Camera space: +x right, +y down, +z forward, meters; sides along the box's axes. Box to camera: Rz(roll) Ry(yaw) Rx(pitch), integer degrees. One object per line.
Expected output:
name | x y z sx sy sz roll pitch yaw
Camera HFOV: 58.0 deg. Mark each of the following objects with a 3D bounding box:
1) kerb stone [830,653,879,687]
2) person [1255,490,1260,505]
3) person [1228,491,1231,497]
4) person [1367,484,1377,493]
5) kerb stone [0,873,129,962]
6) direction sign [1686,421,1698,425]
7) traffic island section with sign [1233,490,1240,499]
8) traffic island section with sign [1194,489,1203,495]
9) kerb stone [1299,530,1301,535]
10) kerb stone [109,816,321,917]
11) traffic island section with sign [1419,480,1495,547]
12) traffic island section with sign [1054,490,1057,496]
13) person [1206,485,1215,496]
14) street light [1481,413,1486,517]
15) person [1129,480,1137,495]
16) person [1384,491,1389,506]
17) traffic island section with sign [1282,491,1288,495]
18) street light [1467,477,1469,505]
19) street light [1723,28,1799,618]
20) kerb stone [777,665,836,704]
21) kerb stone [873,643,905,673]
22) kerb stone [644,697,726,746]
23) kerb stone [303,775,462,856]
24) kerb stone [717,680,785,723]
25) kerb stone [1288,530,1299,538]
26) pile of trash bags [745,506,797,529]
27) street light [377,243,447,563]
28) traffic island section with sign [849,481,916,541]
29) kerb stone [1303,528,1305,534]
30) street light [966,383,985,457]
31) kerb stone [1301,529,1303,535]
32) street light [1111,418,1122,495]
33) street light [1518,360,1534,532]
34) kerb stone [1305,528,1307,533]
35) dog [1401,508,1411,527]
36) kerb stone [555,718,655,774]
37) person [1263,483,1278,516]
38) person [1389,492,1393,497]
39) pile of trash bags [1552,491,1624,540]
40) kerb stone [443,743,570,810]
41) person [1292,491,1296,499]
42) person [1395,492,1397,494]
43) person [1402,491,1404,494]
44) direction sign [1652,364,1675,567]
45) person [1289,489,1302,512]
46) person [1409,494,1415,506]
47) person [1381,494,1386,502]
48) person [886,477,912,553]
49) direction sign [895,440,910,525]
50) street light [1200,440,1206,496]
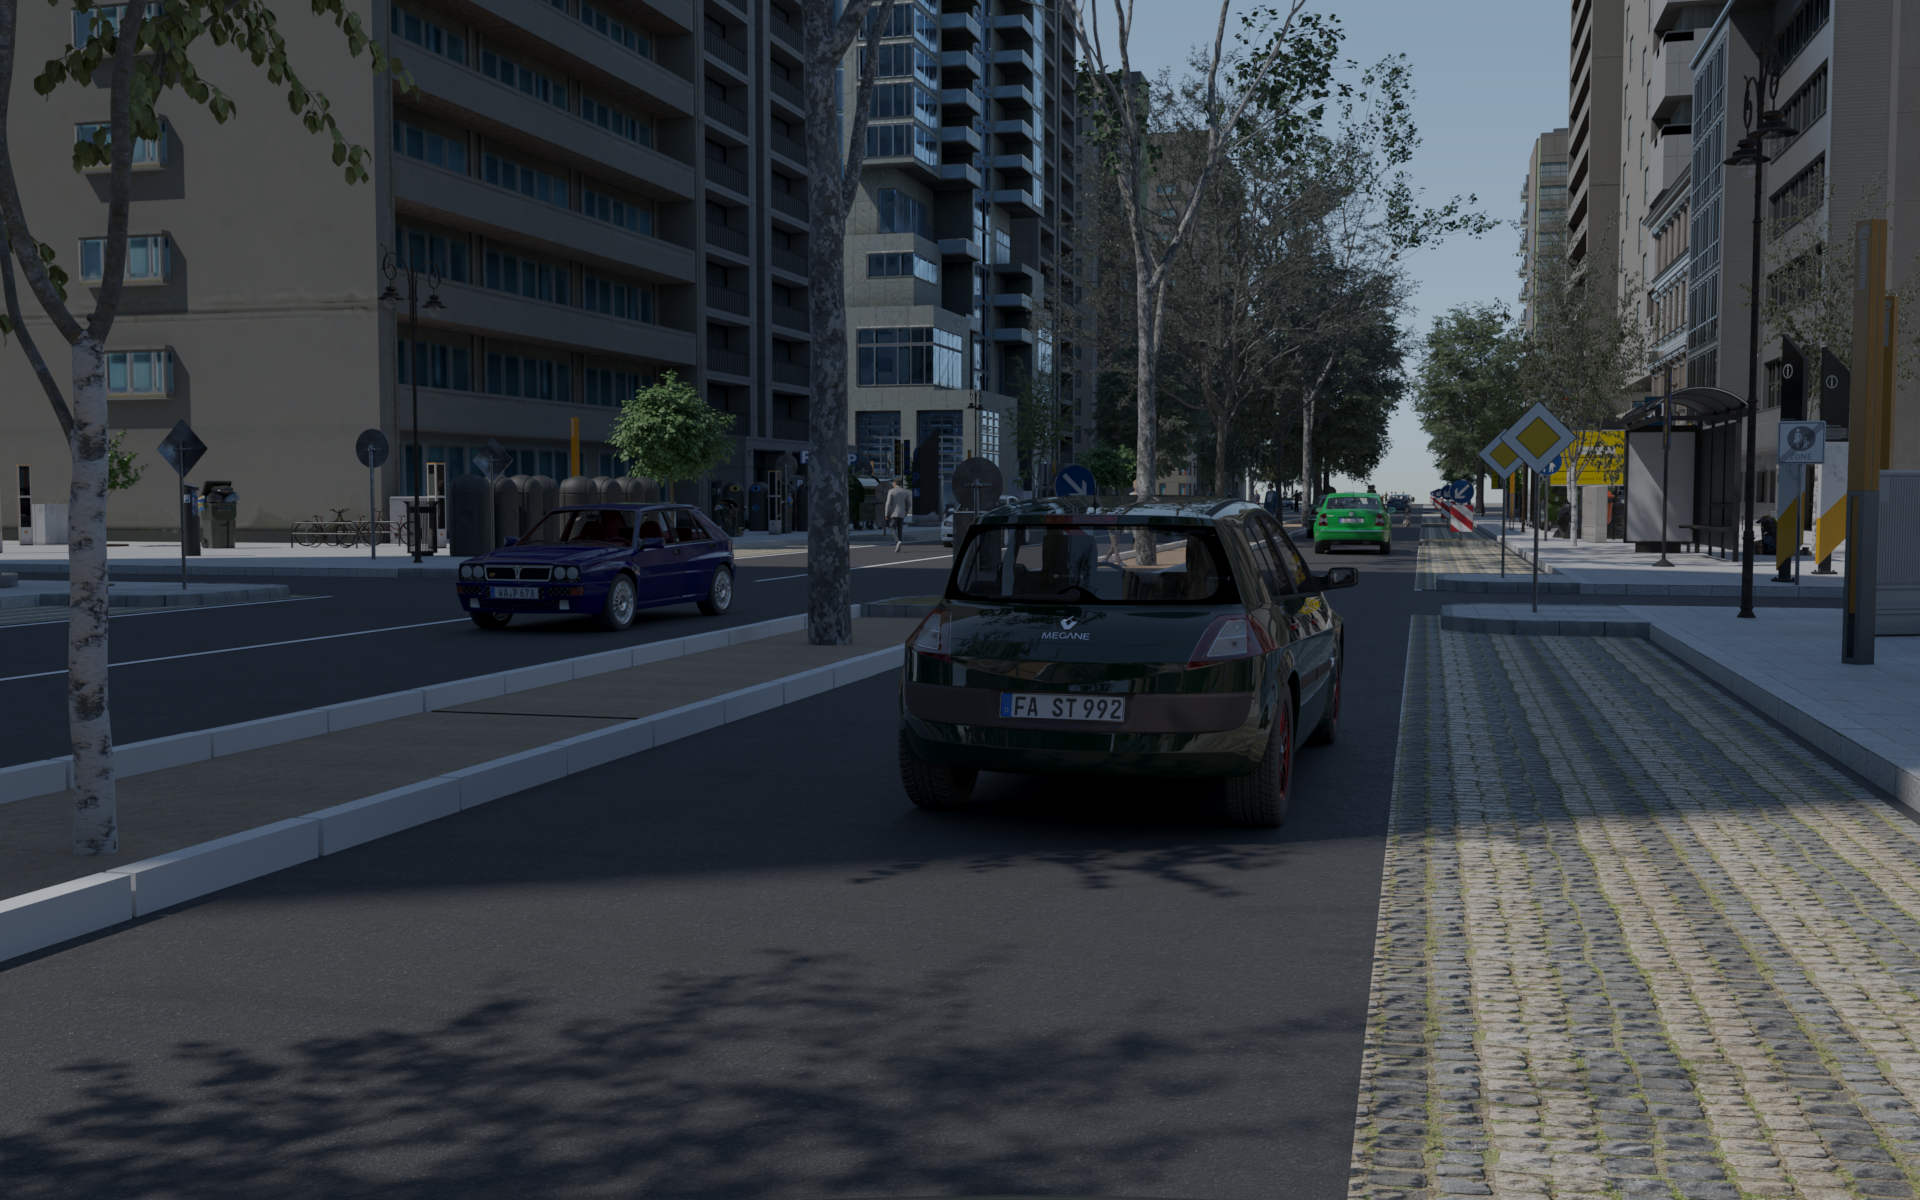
kerb stone | -0.854 0.545 13.281 0.120 0.150 1.000 1 4 15
person | 19.112 -6.253 111.648 0.530 1.710 0.541 -2 4 -30
person | 23.046 -8.512 148.476 0.445 1.727 0.742 0 4 -4
person | 16.991 -3.859 71.565 0.573 1.828 0.580 -2 4 -32
kerb stone | -2.982 1.029 5.375 0.120 0.150 1.000 1 4 15
direction sign | 22.140 -3.691 52.353 0.379 3.537 0.876 0 4 -3
traffic island section with sign | 24.555 -8.872 153.681 1.989 1.847 2.006 1 4 15
traffic island section with sign | 17.565 -7.276 127.585 1.989 1.847 2.006 1 4 15
kerb stone | 11.500 -2.270 59.316 0.120 0.150 1.000 1 4 15
kerb stone | -2.719 0.968 6.363 0.120 0.150 1.000 1 4 15
traffic island section with sign | 13.744 -2.402 47.897 1.989 1.847 2.006 1 4 15
traffic island section with sign | 4.562 -4.313 79.150 1.989 1.847 2.006 1 4 15
person | 9.735 -3.609 67.906 0.834 1.777 0.661 -2 4 -31
street light | 29.672 -7.666 98.132 0.468 5.910 1.993 1 4 15
person | 4.460 -2.108 43.314 0.624 1.780 0.694 -3 4 -38
person | 51.296 -12.211 208.674 0.721 1.766 1.217 -3 5 -40
traffic island section with sign | 38.987 -12.156 207.372 1.989 1.847 2.006 1 4 15
street light | 38.670 -9.716 131.639 0.468 5.910 1.993 1 4 15
street light | 8.166 -2.753 17.806 0.468 5.910 1.993 1 4 15
kerb stone | -1.121 0.606 12.294 0.120 0.150 1.000 1 4 15
kerb stone | -0.599 0.492 14.271 0.120 0.150 1.000 1 4 15
kerb stone | -1.658 0.728 10.319 0.120 0.150 1.000 1 4 15
kerb stone | -2.447 0.909 7.353 0.120 0.150 1.000 1 4 15
kerb stone | -1.391 0.666 11.305 0.120 0.150 1.000 1 4 15
kerb stone | 11.232 -2.208 58.329 0.120 0.150 1.000 1 4 15
pile of trash bags | -6.849 -3.333 64.246 1.912 1.369 3.447 3 4 38
street light | -10.120 -3.631 32.159 0.468 5.910 1.993 1 4 15
traffic island section with sign | -2.424 -2.721 53.113 1.989 1.847 2.006 1 4 15
kerb stone | 12.025 -2.391 61.294 0.120 0.150 1.000 1 4 15
street light | 0.654 -6.077 72.139 0.468 5.910 1.993 1 4 15
kerb stone | 11.762 -2.329 60.307 0.120 0.150 1.000 1 4 15
street light | 9.527 -8.122 105.578 0.468 5.910 1.993 1 4 15
street light | 18.944 -5.218 58.100 0.468 5.910 1.993 1 4 15
kerb stone | 12.294 -2.452 62.280 0.120 0.150 1.000 1 4 15
dog | 19.591 -3.636 76.291 0.800 0.831 0.513 -3 4 -36
kerb stone | -1.927 0.787 9.332 0.120 0.150 1.000 1 4 15
person | 11.017 -3.224 61.239 0.654 1.822 0.581 -3 5 -41
person | 46.939 -10.941 188.321 0.436 1.711 0.756 0 4 7
pile of trash bags | 18.116 -2.424 49.381 1.912 1.369 3.447 1 4 9
kerb stone | -2.187 0.847 8.343 0.120 0.150 1.000 1 4 15
person | 41.131 -12.482 212.577 1.348 1.824 0.705 3 4 37
person | 55.614 -12.977 221.386 1.217 1.736 0.721 -3 5 -40
person | 65.127 -15.033 254.305 1.348 1.823 0.705 -1 4 -16
direction sign | 12.440 -2.356 30.518 0.379 3.537 0.876 2 4 28
person | 26.839 -7.922 138.168 1.348 1.807 0.705 -2 4 -34
person | 53.271 -11.784 204.355 0.799 1.438 0.628 1 4 15
person | 48.679 -11.486 199.554 1.065 1.426 0.557 1 4 15
person | -1.497 -2.097 42.627 0.661 1.843 0.795 -1 4 -23
direction sign | -2.402 -4.908 72.242 0.876 3.537 0.379 3 5 42
street light | 20.413 -10.568 145.568 0.468 5.910 1.993 1 4 15
